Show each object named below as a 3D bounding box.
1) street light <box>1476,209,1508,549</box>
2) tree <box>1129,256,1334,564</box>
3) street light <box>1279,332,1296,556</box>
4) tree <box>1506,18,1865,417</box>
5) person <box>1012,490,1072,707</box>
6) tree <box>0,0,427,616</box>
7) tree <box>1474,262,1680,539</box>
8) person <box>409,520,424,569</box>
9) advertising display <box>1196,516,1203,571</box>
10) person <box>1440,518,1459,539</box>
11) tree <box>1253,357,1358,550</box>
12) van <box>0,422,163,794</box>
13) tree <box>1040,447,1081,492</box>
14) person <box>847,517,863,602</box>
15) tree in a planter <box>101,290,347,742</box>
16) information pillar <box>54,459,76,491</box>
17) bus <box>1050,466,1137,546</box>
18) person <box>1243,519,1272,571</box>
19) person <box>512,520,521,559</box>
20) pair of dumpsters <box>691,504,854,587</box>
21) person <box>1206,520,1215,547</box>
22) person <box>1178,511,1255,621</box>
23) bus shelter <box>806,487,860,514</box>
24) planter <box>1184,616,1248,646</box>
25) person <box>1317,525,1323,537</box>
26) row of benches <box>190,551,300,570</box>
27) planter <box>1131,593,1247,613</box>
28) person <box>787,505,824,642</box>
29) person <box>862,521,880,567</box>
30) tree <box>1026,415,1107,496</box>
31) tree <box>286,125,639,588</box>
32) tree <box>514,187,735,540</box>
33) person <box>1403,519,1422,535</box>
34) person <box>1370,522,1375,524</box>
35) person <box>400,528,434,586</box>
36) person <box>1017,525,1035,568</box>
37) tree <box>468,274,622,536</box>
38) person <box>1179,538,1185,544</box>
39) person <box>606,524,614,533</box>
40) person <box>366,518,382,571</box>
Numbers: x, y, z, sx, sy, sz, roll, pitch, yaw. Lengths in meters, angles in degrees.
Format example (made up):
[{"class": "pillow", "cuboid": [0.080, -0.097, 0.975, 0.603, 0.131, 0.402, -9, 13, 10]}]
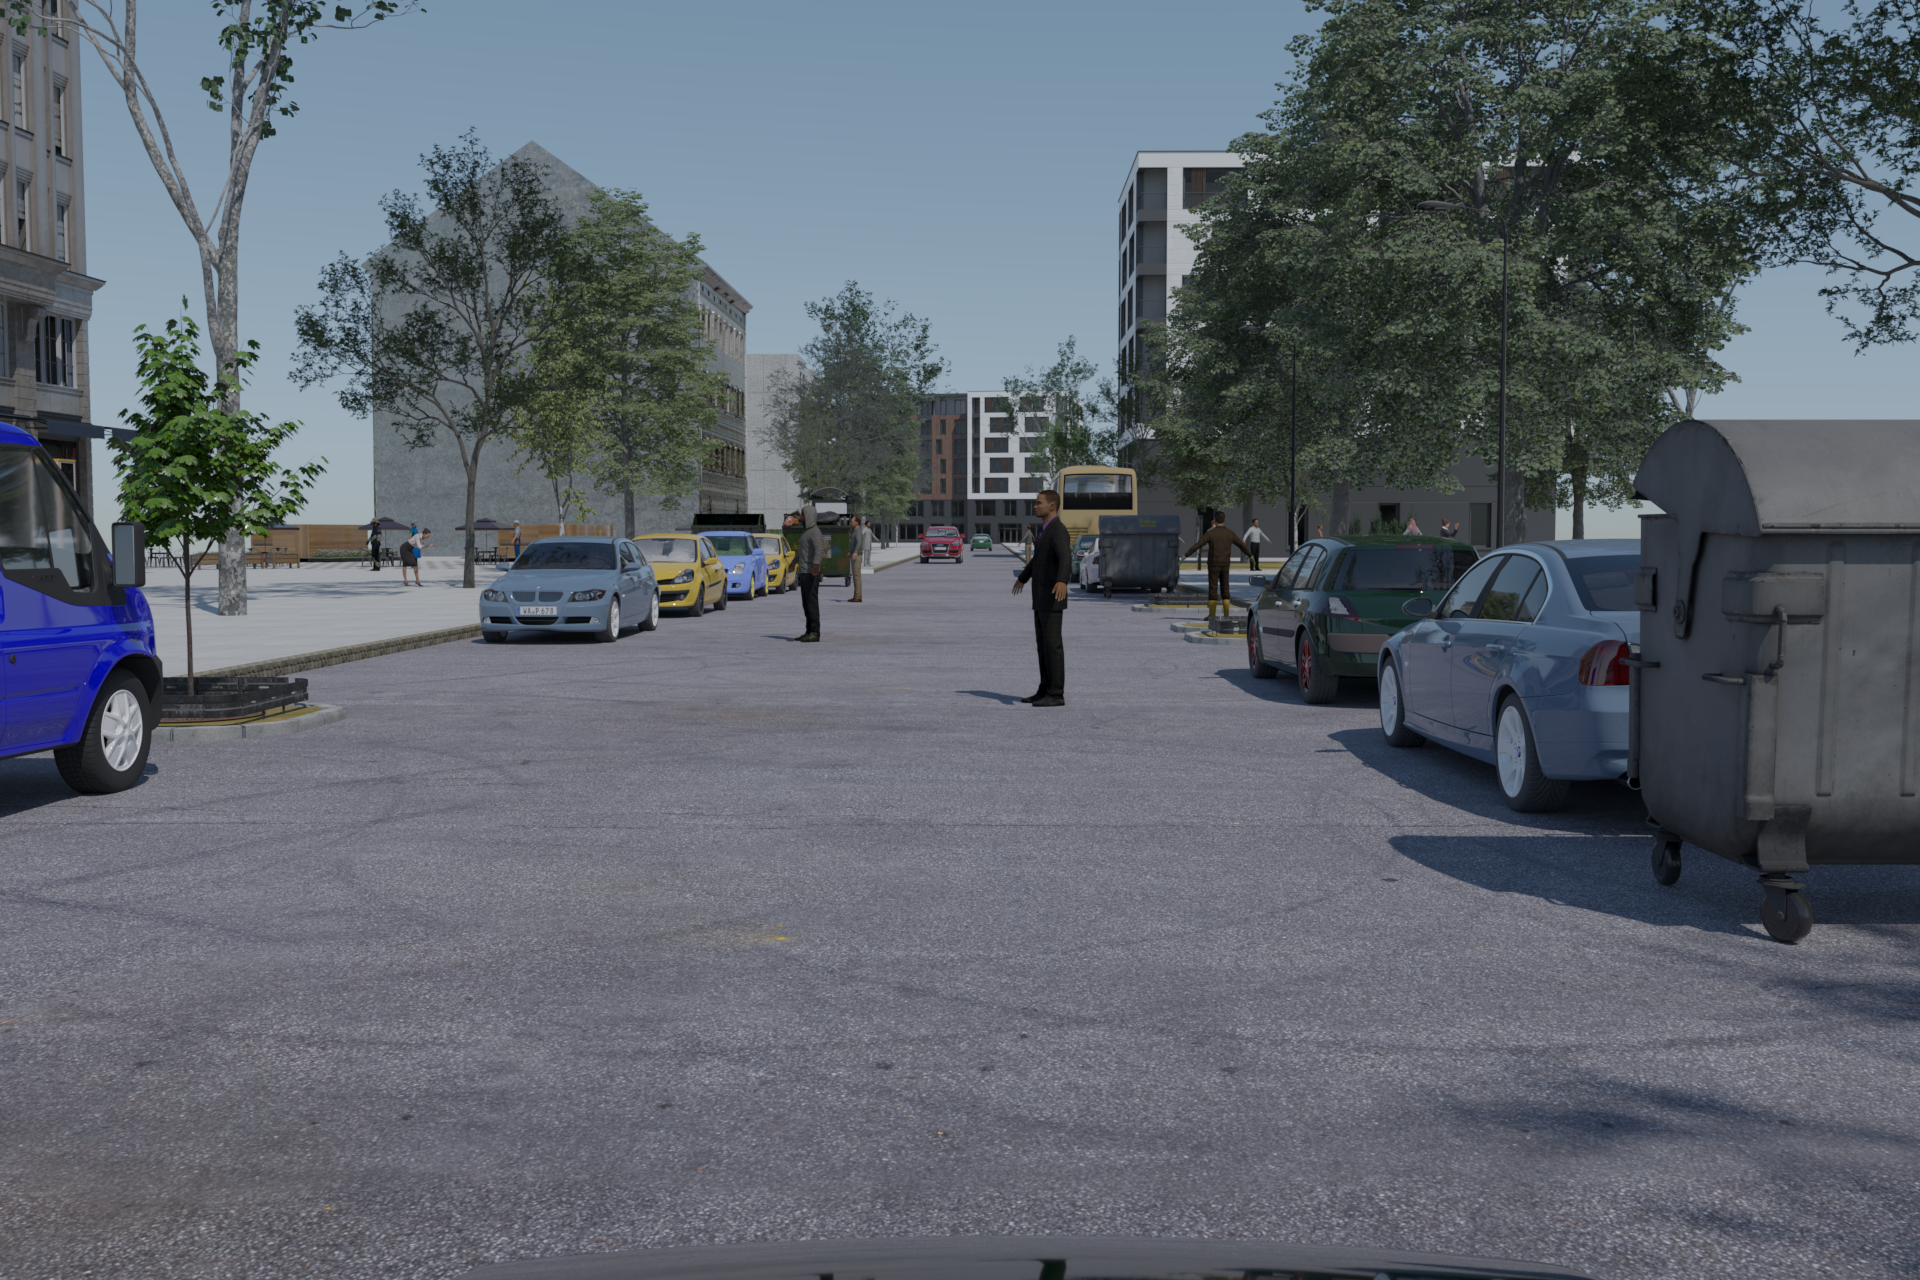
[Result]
[{"class": "street light", "cuboid": [8.148, -3.164, 24.273, 1.470, 5.913, 1.316, 0, 4, 1]}, {"class": "tree", "cuboid": [12.448, -10.309, 75.211, 9.857, 13.997, 8.962, 0, 3, 0]}, {"class": "street light", "cuboid": [8.014, -4.054, 38.823, 1.470, 5.913, 1.316, 0, 4, 1]}, {"class": "tree", "cuboid": [25.938, -12.796, 65.107, 12.611, 20.169, 13.585, 0, 3, 0]}, {"class": "person", "cuboid": [0.718, -0.357, 14.511, 0.704, 1.802, 1.346, -1, 4, -14]}, {"class": "tree", "cuboid": [-12.895, -10.480, 27.231, 12.611, 20.169, 13.585, 0, 3, 0]}, {"class": "tree", "cuboid": [28.139, -10.534, 78.893, 9.857, 13.997, 8.962, 0, 3, 0]}, {"class": "person", "cuboid": [-20.160, -3.547, 64.126, 0.704, 1.817, 1.347, 0, 4, 1]}, {"class": "advertising display", "cuboid": [8.411, -3.407, 60.912, 0.123, 1.923, 0.974, 0, 4, 1]}, {"class": "person", "cuboid": [13.739, -2.549, 48.517, 0.445, 1.727, 0.742, -3, 4, -37]}, {"class": "tree", "cuboid": [12.562, -7.008, 64.940, 4.360, 8.622, 3.978, 0, 3, 0]}, {"class": "van", "cuboid": [-5.594, -0.213, 7.862, 2.240, 2.365, 5.245, 0, 4, 0]}, {"class": "tree", "cuboid": [8.699, -11.498, 138.360, 4.360, 8.622, 3.978, 0, 3, 0]}, {"class": "person", "cuboid": [-2.209, -1.698, 36.490, 0.705, 1.796, 1.348, -1, 4, -9]}, {"class": "tree in a planter", "cuboid": [-5.754, -0.956, 12.855, 1.991, 3.239, 1.994, 0, 4, 1]}, {"class": "information pillar", "cuboid": [-8.923, -0.770, 17.085, 0.304, 2.012, 0.304, 0, 4, 2]}, {"class": "bus", "cuboid": [4.540, -4.270, 61.356, 2.896, 3.916, 12.252, 0, 4, 1]}, {"class": "person", "cuboid": [10.247, -3.296, 60.043, 1.344, 1.810, 0.704, -2, 4, -34]}, {"class": "person", "cuboid": [-17.649, -3.856, 68.895, 0.705, 1.847, 1.347, 0, 4, -8]}, {"class": "pair of dumpsters", "cuboid": [-5.081, -2.587, 47.242, 4.436, 2.255, 1.574, 0, 4, 1]}, {"class": "person", "cuboid": [8.940, -3.273, 60.081, 0.750, 1.759, 0.617, -1, 4, -8]}, {"class": "person", "cuboid": [4.254, -1.219, 28.523, 1.346, 1.812, 0.704, -1, 4, -12]}, {"class": "bus shelter", "cuboid": [-5.586, -5.074, 76.885, 2.014, 3.302, 5.546, 0, 3, 0]}, {"class": "planter", "cuboid": [4.038, -0.124, 23.166, 1.991, 0.319, 1.994, 0, 4, 1]}, {"class": "person", "cuboid": [17.339, -4.663, 83.047, 0.721, 1.733, 1.217, 0, 4, 1]}, {"class": "row of benches", "cuboid": [-26.273, -2.939, 63.514, 1.422, 0.672, 4.104, 3, 4, 39]}, {"class": "planter", "cuboid": [4.227, -0.688, 32.390, 1.991, 0.319, 1.994, 0, 4, 1]}, {"class": "person", "cuboid": [-2.026, -0.885, 23.048, 0.705, 1.813, 1.348, -1, 4, -20]}, {"class": "person", "cuboid": [-3.629, -3.807, 68.433, 0.705, 1.806, 1.347, 2, 4, 30]}, {"class": "tree", "cuboid": [9.379, -13.869, 152.520, 9.928, 11.665, 9.643, 0, 3, 0]}, {"class": "tree", "cuboid": [-11.646, -6.486, 40.453, 8.767, 10.594, 7.601, 0, 4, -5]}, {"class": "tree", "cuboid": [-11.346, -8.531, 57.609, 7.486, 12.596, 7.792, 0, 3, 0]}, {"class": "person", "cuboid": [15.583, -3.284, 59.840, 1.347, 1.811, 0.704, -2, 4, -28]}, {"class": "person", "cuboid": [17.308, -4.061, 72.340, 0.705, 1.837, 1.347, 0, 4, 5]}, {"class": "person", "cuboid": [-13.305, -2.032, 42.447, 0.799, 1.438, 0.628, -1, 4, -21]}, {"class": "person", "cuboid": [2.840, -3.912, 72.690, 0.705, 1.796, 1.348, 2, 4, 32]}, {"class": "tree", "cuboid": [-11.294, -5.990, 48.303, 4.737, 8.622, 4.395, 0, 3, 0]}, {"class": "person", "cuboid": [11.400, -5.043, 91.717, 0.991, 1.433, 0.599, 1, 4, 9]}, {"class": "person", "cuboid": [-19.278, -5.448, 94.859, 0.705, 1.856, 1.354, 1, 4, 11]}, {"class": "person", "cuboid": [-20.248, -3.306, 59.914, 0.704, 1.845, 1.351, -2, 4, -34]}]
